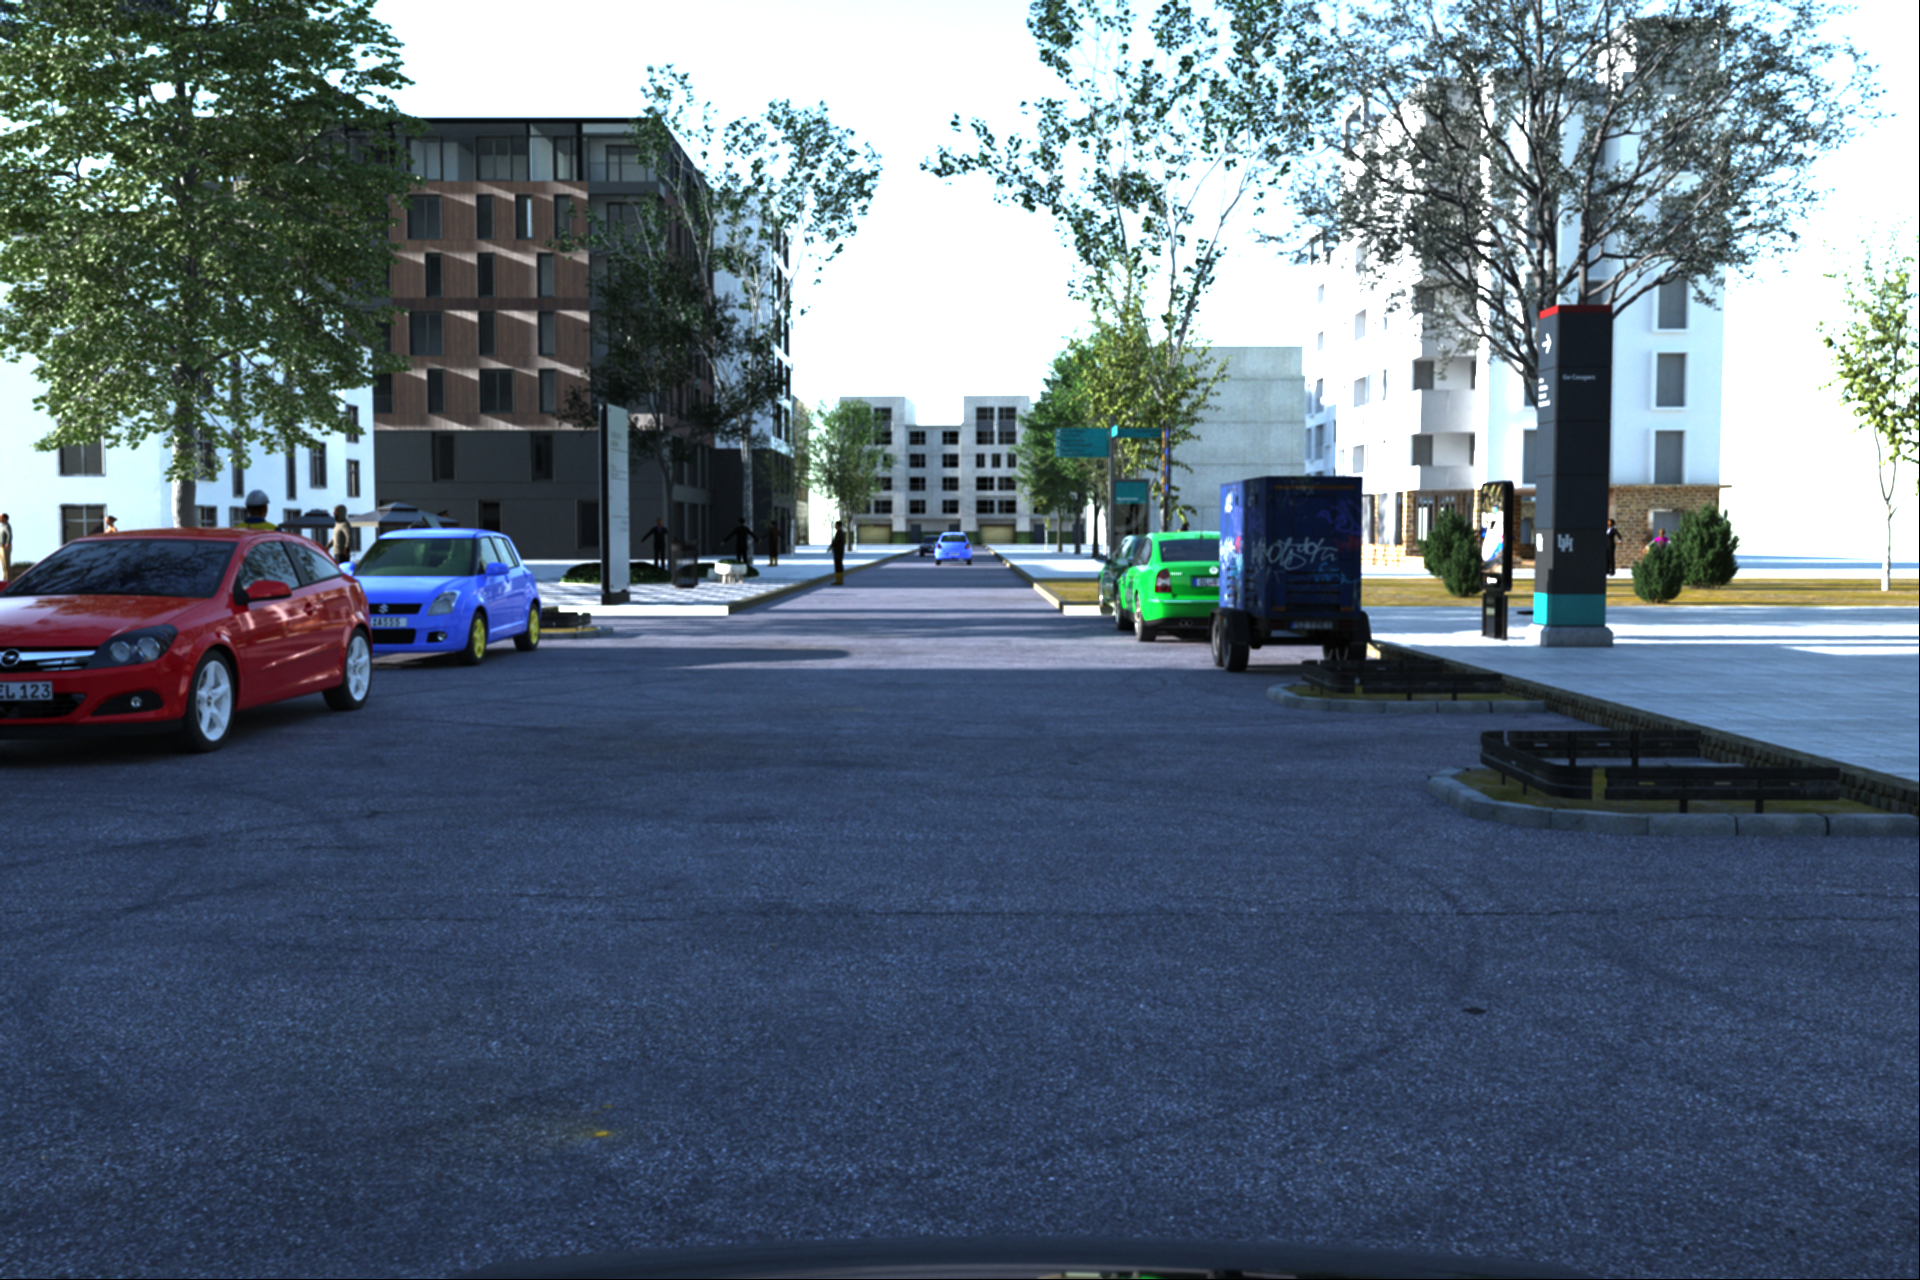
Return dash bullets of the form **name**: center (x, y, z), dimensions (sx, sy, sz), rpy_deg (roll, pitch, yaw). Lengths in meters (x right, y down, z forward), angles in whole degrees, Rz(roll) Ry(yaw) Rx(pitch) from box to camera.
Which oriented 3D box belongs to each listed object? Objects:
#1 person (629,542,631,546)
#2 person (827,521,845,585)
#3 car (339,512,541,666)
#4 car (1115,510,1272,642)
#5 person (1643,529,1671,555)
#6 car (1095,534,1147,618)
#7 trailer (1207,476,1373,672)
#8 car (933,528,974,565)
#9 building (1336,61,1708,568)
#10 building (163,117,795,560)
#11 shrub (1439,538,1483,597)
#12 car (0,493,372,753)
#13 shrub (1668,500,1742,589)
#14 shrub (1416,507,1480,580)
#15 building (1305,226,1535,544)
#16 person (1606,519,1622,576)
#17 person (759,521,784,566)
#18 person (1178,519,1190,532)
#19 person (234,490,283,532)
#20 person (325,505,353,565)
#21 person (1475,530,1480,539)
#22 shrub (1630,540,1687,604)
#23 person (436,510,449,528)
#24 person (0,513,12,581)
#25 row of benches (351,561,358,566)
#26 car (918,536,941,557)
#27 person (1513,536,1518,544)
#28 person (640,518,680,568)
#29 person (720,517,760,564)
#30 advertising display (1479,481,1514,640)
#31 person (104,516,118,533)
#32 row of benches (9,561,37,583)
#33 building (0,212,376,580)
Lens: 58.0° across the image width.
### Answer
- **person**: center (-11.549, -3.186, 58.274), dimensions (1.347, 1.806, 0.705), rpy_deg (3, 5, 44)
- **person**: center (-3.449, -2.456, 48.755), dimensions (0.704, 1.812, 1.346), rpy_deg (1, 4, 13)
- **car**: center (-6.065, -0.637, 20.001), dimensions (1.945, 1.707, 3.694), rpy_deg (0, 4, 0)
- **car**: center (3.230, -0.956, 24.431), dimensions (1.959, 1.807, 4.718), rpy_deg (0, 4, -1)
- **person**: center (19.462, -2.370, 48.020), dimensions (0.991, 1.433, 0.599), rpy_deg (2, 4, 30)
- **car**: center (3.442, -1.097, 29.739), dimensions (2.131, 1.459, 4.920), rpy_deg (0, 4, -1)
- **trailer**: center (3.454, -0.734, 19.053), dimensions (1.471, 1.999, 3.904), rpy_deg (0, 4, -1)
- **car**: center (-0.294, -4.385, 81.289), dimensions (1.945, 1.707, 3.694), rpy_deg (0, 4, 0)
- **building**: center (21.955, -13.417, 75.793), dimensions (16.016, 20.090, 11.380), rpy_deg (0, 4, 1)
- **building**: center (-25.212, -15.754, 101.560), dimensions (27.936, 21.610, 32.646), rpy_deg (0, 3, 0)
- **shrub**: center (10.236, -1.470, 35.150), dimensions (1.383, 1.207, 1.383), rpy_deg (0, 3, 0)
- **car**: center (-5.779, -0.222, 12.663), dimensions (2.155, 1.783, 4.494), rpy_deg (0, 3, 0)
- **shrub**: center (17.383, -2.226, 40.434), dimensions (1.661, 2.075, 1.752), rpy_deg (0, 3, 0)
- **shrub**: center (13.714, -2.724, 48.584), dimensions (1.661, 2.075, 1.752), rpy_deg (0, 3, 0)
- **building**: center (26.787, -15.350, 107.399), dimensions (16.016, 20.090, 11.380), rpy_deg (0, 4, 0)
- **person**: center (19.801, -2.825, 52.916), dimensions (0.721, 1.740, 1.216), rpy_deg (-1, 4, -20)
- **person**: center (-7.470, -3.849, 69.061), dimensions (0.704, 1.812, 1.346), rpy_deg (3, 5, 42)
- **person**: center (8.699, -3.725, 66.682), dimensions (0.705, 1.856, 1.354), rpy_deg (2, 4, 25)
- **person**: center (-6.373, -0.450, 15.786), dimensions (1.349, 1.833, 0.705), rpy_deg (0, 4, 0)
- **person**: center (-11.217, -1.542, 31.348), dimensions (0.705, 1.813, 1.348), rpy_deg (-3, 4, -36)
- **person**: center (17.338, -3.104, 56.893), dimensions (1.345, 1.843, 0.704), rpy_deg (-1, 4, -18)
- **shrub**: center (12.902, -1.277, 32.002), dimensions (1.383, 1.207, 1.383), rpy_deg (0, 3, 0)
- **person**: center (-11.843, -2.071, 39.791), dimensions (0.705, 1.837, 1.347), rpy_deg (0, 4, -7)
- **person**: center (-23.858, -2.261, 43.237), dimensions (0.705, 1.796, 1.348), rpy_deg (-3, 5, -42)
- **row of benches**: center (-15.305, -1.510, 40.152), dimensions (4.104, 0.672, 1.422), rpy_deg (1, 4, 12)
- **car**: center (-1.713, -6.039, 111.320), dimensions (1.945, 1.354, 3.894), rpy_deg (0, 4, 0)
- **person**: center (18.319, -3.199, 58.770), dimensions (1.216, 1.772, 0.721), rpy_deg (0, 4, 6)
- **person**: center (-9.885, -3.106, 57.013), dimensions (1.346, 1.802, 0.704), rpy_deg (-1, 4, -19)
- **person**: center (-6.871, -2.950, 54.423), dimensions (1.347, 1.806, 0.705), rpy_deg (-2, 4, -32)
- **advertising display**: center (6.593, -0.985, 21.314), dimensions (0.123, 1.923, 0.974), rpy_deg (0, 4, 1)
- **person**: center (-21.075, -2.204, 42.833), dimensions (1.217, 1.733, 0.721), rpy_deg (3, 4, 39)
- **row of benches**: center (-22.466, -1.456, 39.264), dimensions (4.104, 0.672, 1.422), rpy_deg (-2, 4, -24)
- **building**: center (-25.433, -7.164, 59.283), dimensions (9.099, 9.664, 28.070), rpy_deg (0, 3, 0)
